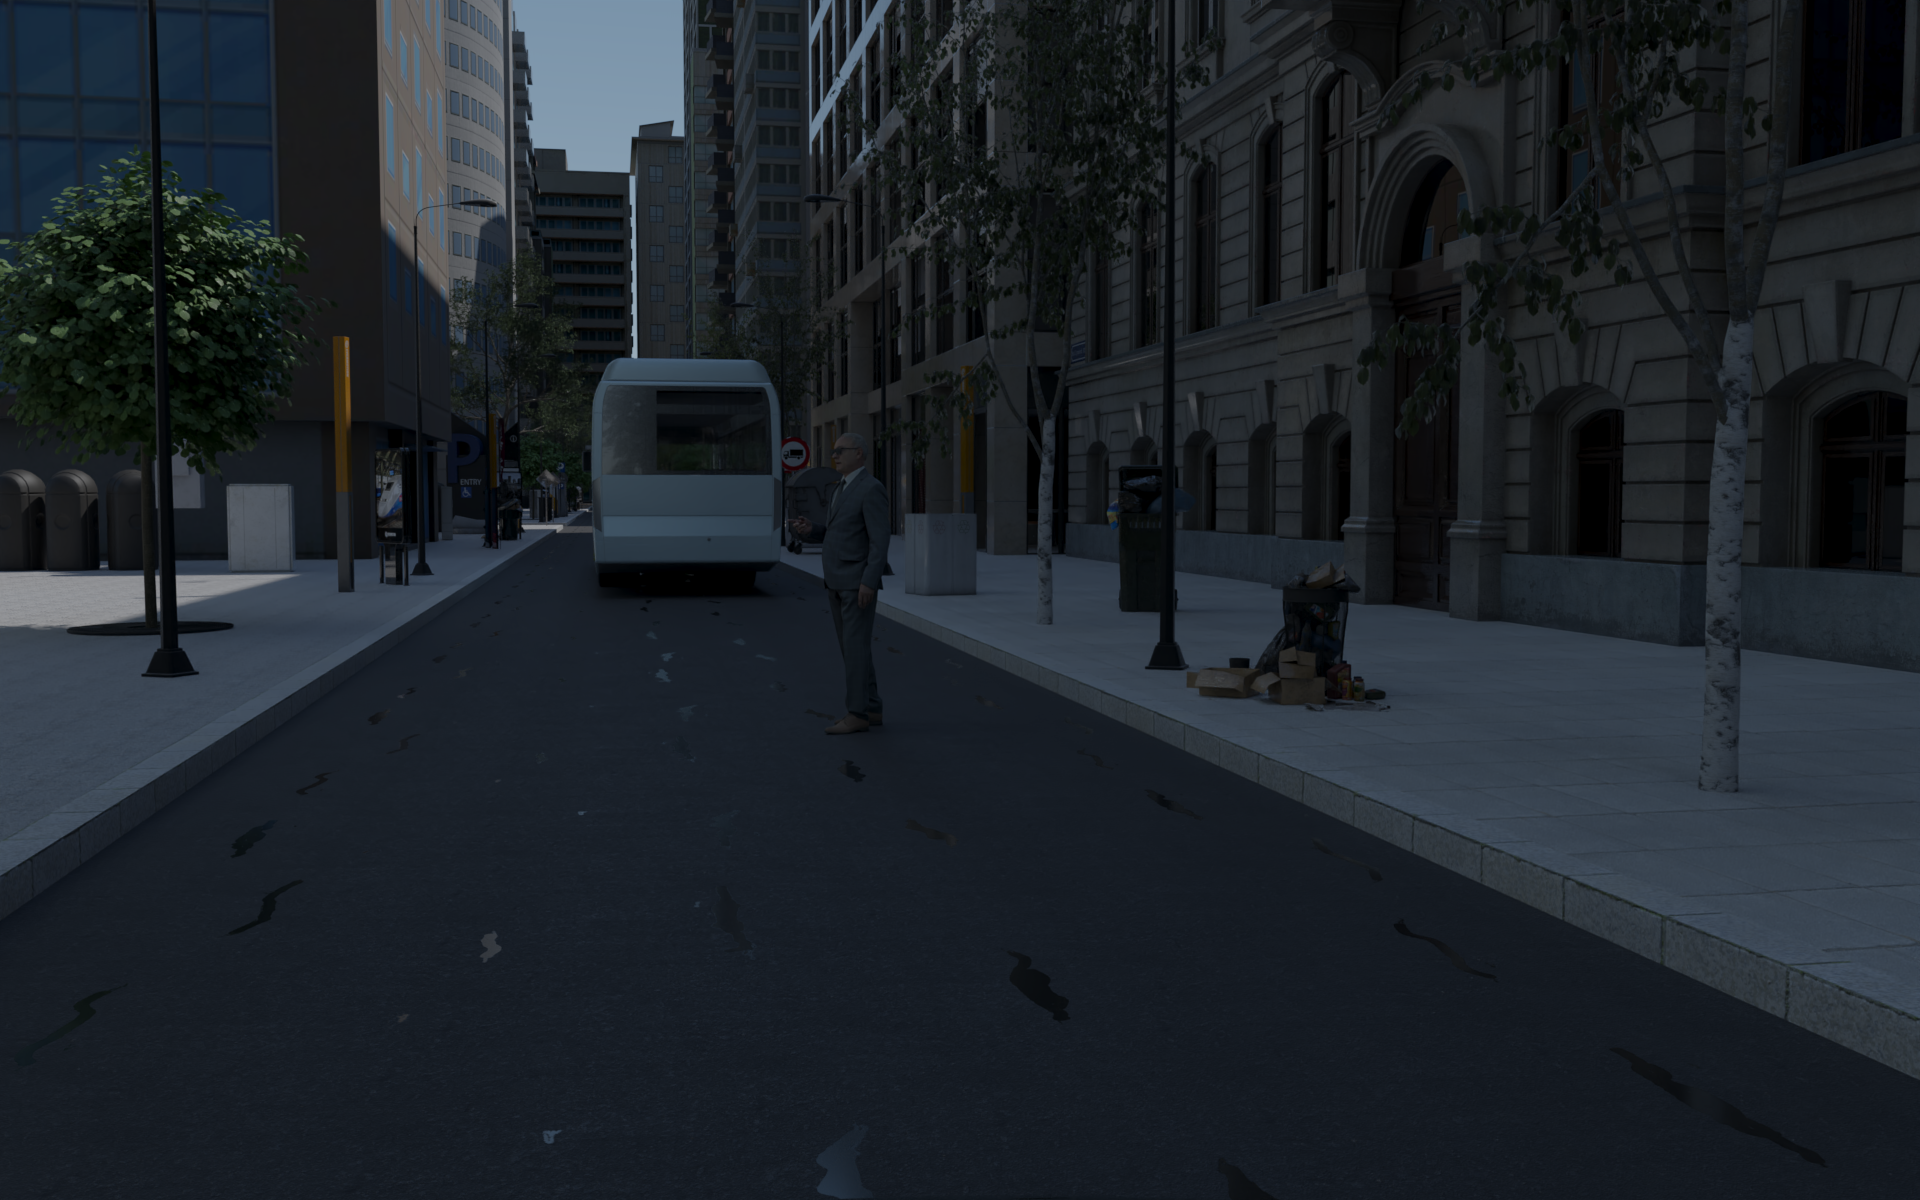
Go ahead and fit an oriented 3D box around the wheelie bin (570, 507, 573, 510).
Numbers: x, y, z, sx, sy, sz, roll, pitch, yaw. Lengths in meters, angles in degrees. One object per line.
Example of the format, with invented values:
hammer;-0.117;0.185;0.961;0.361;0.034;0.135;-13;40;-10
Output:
wheelie bin;-31.606;-8.127;140.787;0.980;1.594;0.693;-2;4;-32

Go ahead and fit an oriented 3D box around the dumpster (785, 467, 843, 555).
dumpster;-3.064;-1.932;37.350;1.264;1.857;1.865;-1;4;-11

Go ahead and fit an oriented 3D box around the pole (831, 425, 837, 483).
pole;-3.712;-3.497;51.021;0.158;3.312;0.155;0;3;0

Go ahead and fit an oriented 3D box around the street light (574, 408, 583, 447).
street light;-21.023;-7.329;92.371;1.470;5.913;1.316;-1;4;-11

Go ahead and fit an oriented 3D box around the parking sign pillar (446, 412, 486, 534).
parking sign pillar;-15.841;-4.116;55.768;1.447;3.967;1.447;0;4;5

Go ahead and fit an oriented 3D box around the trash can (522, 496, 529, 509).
trash can;-37.733;-8.488;150.429;0.748;1.137;0.748;0;3;0

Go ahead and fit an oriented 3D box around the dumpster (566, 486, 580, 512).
dumpster;-28.750;-7.634;127.305;1.502;2.255;1.985;-1;4;-11

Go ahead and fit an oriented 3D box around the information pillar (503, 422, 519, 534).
information pillar;-14.493;-3.952;55.974;0.504;3.616;0.183;-1;4;-23

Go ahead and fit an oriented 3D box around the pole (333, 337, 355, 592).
pole;-8.029;-1.757;22.567;0.158;3.312;0.155;0;3;0

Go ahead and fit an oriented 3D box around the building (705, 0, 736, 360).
building;-8.310;-29.392;135.191;22.147;44.769;28.867;-1;4;-11

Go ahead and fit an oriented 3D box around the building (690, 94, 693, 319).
building;-20.256;-32.300;178.208;14.600;45.320;14.200;-1;4;-11

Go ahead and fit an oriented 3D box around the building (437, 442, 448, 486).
building;-34.996;-39.607;85.824;20.563;71.187;20.611;-1;4;-11

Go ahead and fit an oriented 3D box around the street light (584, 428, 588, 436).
street light;-23.955;-8.223;106.990;1.470;5.913;1.316;-1;4;-11

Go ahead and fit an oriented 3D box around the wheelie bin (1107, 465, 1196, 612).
wheelie bin;2.086;-0.676;18.966;0.980;1.594;0.693;1;4;10

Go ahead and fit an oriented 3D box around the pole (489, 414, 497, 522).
pole;-11.858;-3.066;43.973;0.158;3.312;0.155;0;3;0

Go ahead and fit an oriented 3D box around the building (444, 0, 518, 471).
building;-42.242;-35.280;118.826;21.231;58.520;28.212;-1;4;-11

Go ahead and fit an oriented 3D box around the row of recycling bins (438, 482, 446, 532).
row of recycling bins;-18.940;-3.134;58.355;3.534;1.692;1.069;0;4;7

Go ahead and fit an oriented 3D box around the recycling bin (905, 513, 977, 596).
recycling bin;-0.250;-0.590;22.207;0.722;1.027;0.722;-2;4;-26

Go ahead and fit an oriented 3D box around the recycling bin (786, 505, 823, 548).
recycling bin;-3.690;-1.761;41.351;0.722;1.027;0.722;-2;4;-35

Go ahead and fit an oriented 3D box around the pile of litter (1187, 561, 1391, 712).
pile of litter;2.062;0.182;10.982;1.176;0.858;1.719;0;4;-5

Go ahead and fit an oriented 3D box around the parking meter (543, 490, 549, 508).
parking meter;-22.967;-5.358;96.020;0.372;1.533;0.369;0;3;0

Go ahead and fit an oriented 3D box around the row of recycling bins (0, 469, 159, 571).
row of recycling bins;-15.342;-1.349;29.170;3.534;1.692;1.069;0;4;-4

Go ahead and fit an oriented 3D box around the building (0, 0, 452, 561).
building;-19.300;-23.720;37.932;14.600;45.320;14.200;-1;4;-11

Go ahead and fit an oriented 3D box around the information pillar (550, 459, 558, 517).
information pillar;-22.885;-6.499;97.612;0.183;3.616;0.504;3;5;44

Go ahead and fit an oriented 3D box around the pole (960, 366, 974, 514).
pole;0.113;-2.066;27.628;0.158;3.312;0.155;0;3;0

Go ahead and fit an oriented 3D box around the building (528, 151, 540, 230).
building;-63.686;-33.847;208.023;28.867;44.769;22.147;-1;4;-11

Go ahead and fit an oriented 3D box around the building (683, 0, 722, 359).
building;-25.737;-47.546;215.622;20.563;71.187;20.611;-1;4;-11

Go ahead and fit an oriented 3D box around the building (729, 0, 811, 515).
building;-0.865;-25.043;101.342;23.993;40.220;32.217;-1;4;-11

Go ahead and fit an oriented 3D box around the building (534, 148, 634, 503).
building;-57.363;-38.029;245.467;21.600;48.544;21.300;-1;4;-11

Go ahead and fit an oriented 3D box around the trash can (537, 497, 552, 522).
trash can;-19.312;-4.223;80.703;0.748;1.137;0.748;0;3;0

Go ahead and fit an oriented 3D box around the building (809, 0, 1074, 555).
building;6.788;-15.261;54.028;19.350;26.468;34.151;-1;4;-11

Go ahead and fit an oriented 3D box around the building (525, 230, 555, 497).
building;-51.110;-25.372;186.526;14.160;30.474;14.107;-1;4;-11

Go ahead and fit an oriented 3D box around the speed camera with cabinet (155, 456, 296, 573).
speed camera with cabinet;-12.004;-2.078;28.311;2.038;3.252;0.660;-1;4;-16

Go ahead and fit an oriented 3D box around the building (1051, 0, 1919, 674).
building;10.559;-12.250;19.375;14.460;24.649;34.723;-1;4;-11

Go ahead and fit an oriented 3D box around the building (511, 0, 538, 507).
building;-51.720;-33.233;162.974;23.786;49.044;30.456;-1;4;-11

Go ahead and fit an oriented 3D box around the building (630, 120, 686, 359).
building;-34.028;-40.647;253.813;27.495;52.752;28.713;-1;4;-11

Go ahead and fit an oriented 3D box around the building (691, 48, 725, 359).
building;-18.292;-29.379;163.938;14.154;41.232;14.086;-1;4;-11
